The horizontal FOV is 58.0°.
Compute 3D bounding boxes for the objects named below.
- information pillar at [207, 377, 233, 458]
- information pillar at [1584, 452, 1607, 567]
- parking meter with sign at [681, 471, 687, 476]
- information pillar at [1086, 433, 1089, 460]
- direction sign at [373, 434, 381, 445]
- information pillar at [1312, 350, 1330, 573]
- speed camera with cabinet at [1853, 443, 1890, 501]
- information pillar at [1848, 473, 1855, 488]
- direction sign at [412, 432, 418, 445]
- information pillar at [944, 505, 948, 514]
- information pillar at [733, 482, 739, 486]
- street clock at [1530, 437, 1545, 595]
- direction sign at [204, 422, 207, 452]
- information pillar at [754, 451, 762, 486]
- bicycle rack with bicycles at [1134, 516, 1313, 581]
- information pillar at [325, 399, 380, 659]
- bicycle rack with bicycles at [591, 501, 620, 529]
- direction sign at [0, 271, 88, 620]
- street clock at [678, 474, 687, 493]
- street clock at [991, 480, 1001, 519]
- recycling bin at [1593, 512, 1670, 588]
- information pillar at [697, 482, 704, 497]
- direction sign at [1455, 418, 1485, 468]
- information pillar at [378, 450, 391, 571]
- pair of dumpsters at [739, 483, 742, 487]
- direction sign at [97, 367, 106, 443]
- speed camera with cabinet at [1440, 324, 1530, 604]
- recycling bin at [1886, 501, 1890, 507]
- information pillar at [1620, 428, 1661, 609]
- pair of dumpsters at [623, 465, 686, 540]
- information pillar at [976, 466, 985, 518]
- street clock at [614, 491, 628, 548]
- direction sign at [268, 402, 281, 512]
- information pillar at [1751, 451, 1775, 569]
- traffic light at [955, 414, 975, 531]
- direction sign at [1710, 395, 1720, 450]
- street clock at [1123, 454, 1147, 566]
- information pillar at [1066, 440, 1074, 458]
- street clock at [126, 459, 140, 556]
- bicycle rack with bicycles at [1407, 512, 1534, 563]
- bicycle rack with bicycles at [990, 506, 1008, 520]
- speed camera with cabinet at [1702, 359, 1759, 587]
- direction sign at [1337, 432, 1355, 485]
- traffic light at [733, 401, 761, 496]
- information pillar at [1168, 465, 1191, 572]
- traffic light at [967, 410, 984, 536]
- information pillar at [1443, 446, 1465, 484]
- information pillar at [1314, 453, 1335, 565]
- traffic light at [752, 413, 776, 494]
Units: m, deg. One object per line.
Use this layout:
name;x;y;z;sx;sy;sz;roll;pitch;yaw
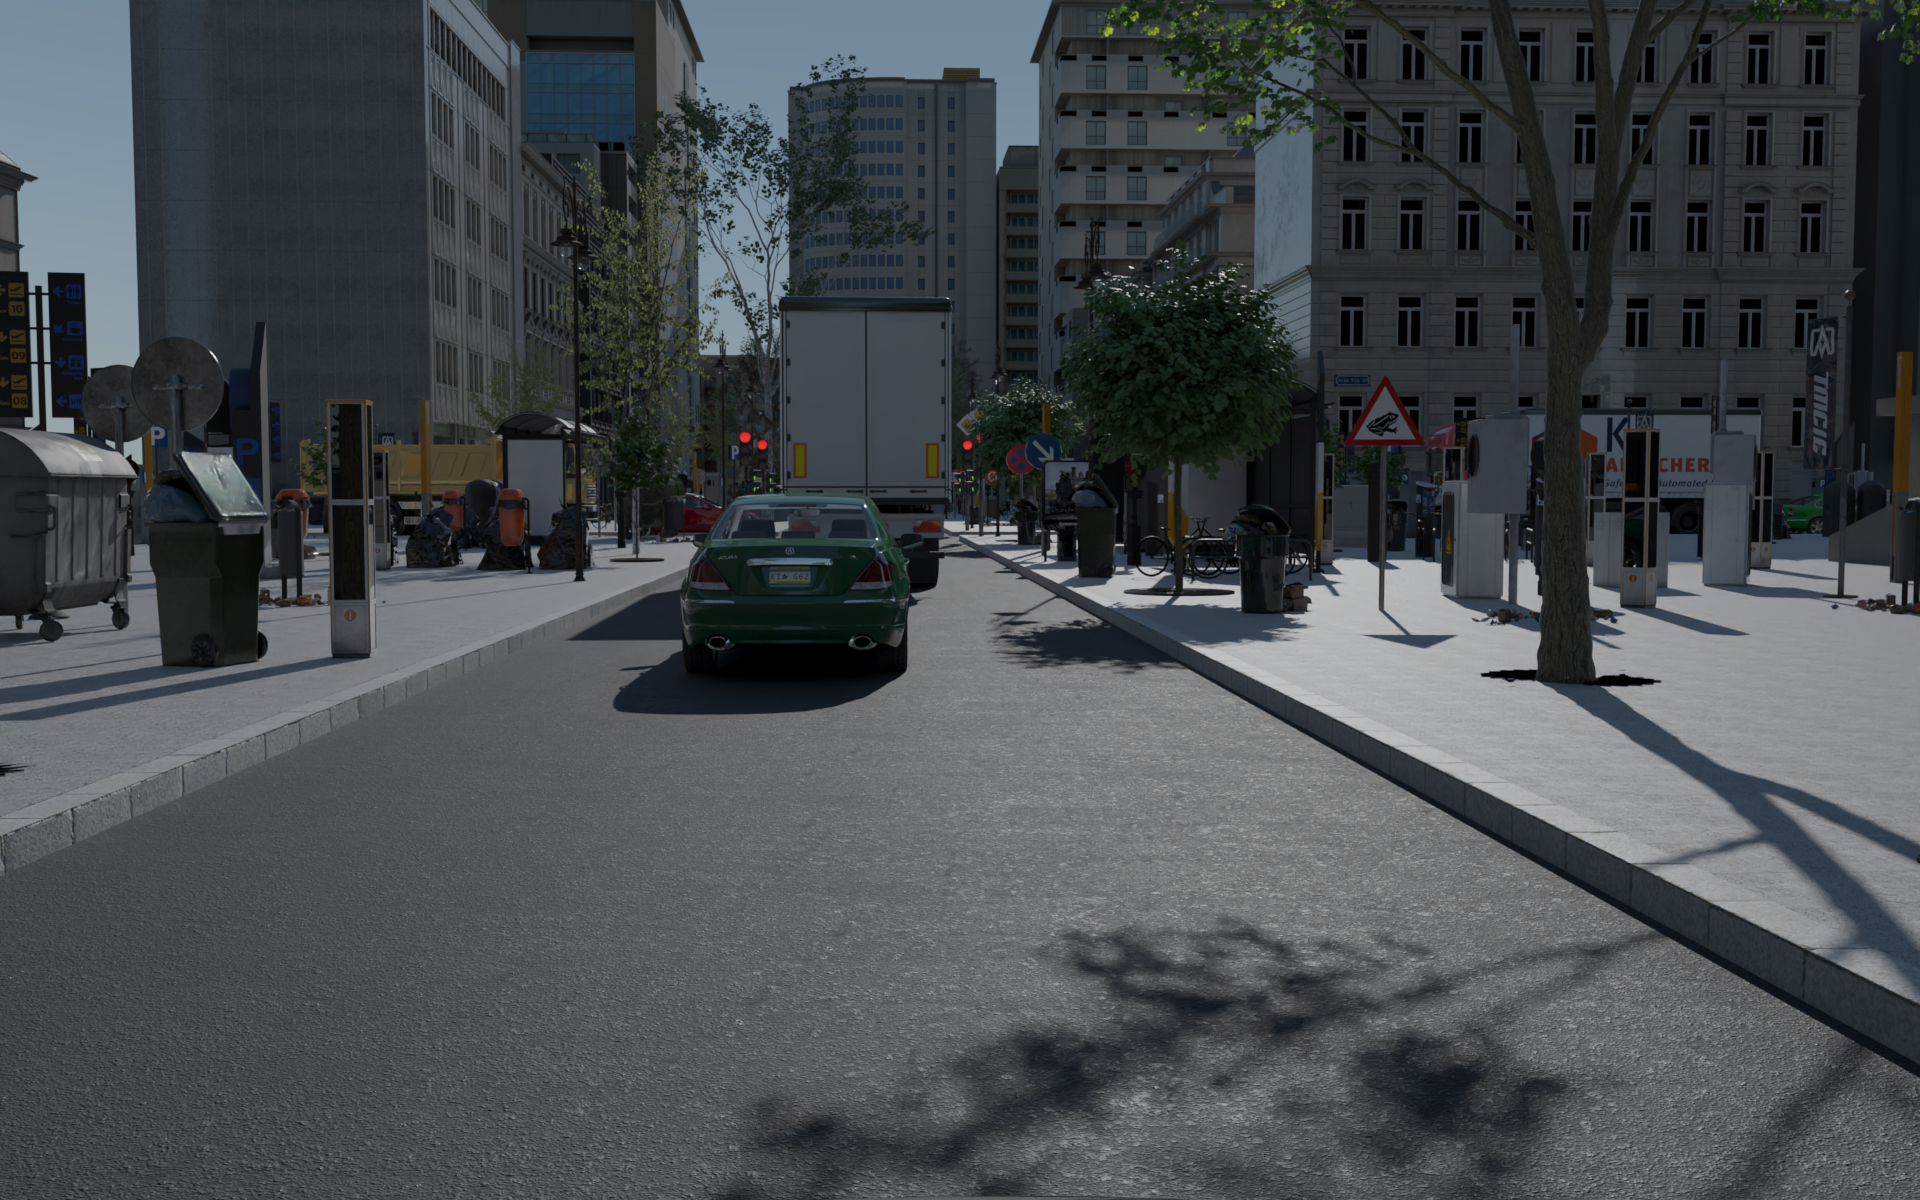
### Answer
information pillar;-13.145;-2.411;30.771;0.504;3.616;0.183;1;4;13
information pillar;11.263;-1.602;30.689;0.304;2.012;0.304;1;4;13
parking meter with sign;-20.222;-8.221;130.674;1.738;3.016;0.543;3;4;38
information pillar;4.918;-4.604;66.626;0.183;3.616;0.504;0;4;-2
direction sign;-21.850;-4.456;64.855;0.876;3.537;0.379;-2;4;-31
information pillar;5.837;-2.248;28.102;0.183;3.616;0.504;0;4;7
speed camera with cabinet;35.950;-4.475;67.503;2.038;3.252;0.660;2;4;35
information pillar;31.498;-3.483;61.444;0.304;2.012;0.304;-1;4;-17
direction sign;-19.889;-4.360;63.282;0.379;3.537;0.876;-2;4;-29
information pillar;-0.977;-7.224;109.463;0.504;3.616;0.183;-2;4;-32
information pillar;-13.127;-5.938;101.582;0.304;2.012;0.304;-1;4;-21
street clock;7.449;-1.058;21.874;0.471;2.002;0.358;-1;4;-23
direction sign;-17.219;-2.936;40.005;0.876;3.537;0.379;3;5;41
information pillar;-9.919;-5.733;85.082;0.504;3.616;0.183;0;4;-8
bicycle rack with bicycles;4.143;-0.813;26.676;2.925;0.926;2.852;0;4;0
information pillar;-4.775;-0.557;13.600;0.304;2.012;0.304;-1;4;-9
bicycle rack with bicycles;-11.910;-3.125;64.481;2.925;0.926;2.852;1;4;13
direction sign;-9.385;-1.574;17.737;0.876;3.537;0.379;-1;4;-12
street clock;-9.845;-3.474;61.378;0.358;2.002;0.471;-2;4;-29
street clock;1.851;-5.183;89.314;0.471;2.002;0.358;1;4;13
recycling bin;9.270;-0.696;23.932;0.722;1.027;0.722;-1;4;-19
information pillar;-13.413;-5.209;89.660;0.304;2.012;0.304;0;3;0
direction sign;15.092;-3.628;51.322;0.876;3.537;0.379;0;4;0
information pillar;-9.771;-1.506;29.116;0.304;2.012;0.304;0;4;-6
pair of dumpsters;-14.195;-6.834;114.233;1.574;2.255;4.437;0;4;-3
direction sign;-15.687;-2.401;31.253;0.876;3.537;0.379;2;4;29
speed camera with cabinet;6.334;-1.630;20.983;0.660;3.252;2.038;0;4;4
recycling bin;34.175;-3.125;63.645;0.722;1.027;0.722;-1;4;-15
information pillar;7.665;-0.919;19.517;0.304;2.012;0.304;-3;5;-44
pair of dumpsters;-8.993;-2.940;50.557;1.574;2.255;4.437;0;4;-3
information pillar;1.090;-6.119;91.408;0.504;3.616;0.183;1;4;12
street clock;-8.043;-2.236;41.129;0.358;2.002;0.471;0;4;-4
direction sign;-16.924;-3.085;42.435;0.379;3.537;0.876;1;4;15
information pillar;13.690;-1.539;29.651;0.304;2.012;0.304;-2;4;-29
traffic light;0.234;-4.379;60.511;0.839;4.253;0.868;0;4;-3
direction sign;17.406;-2.933;39.945;0.379;3.537;0.876;2;4;35
street clock;3.133;-1.622;31.088;0.358;2.002;0.471;-2;4;-26
information pillar;4.603;-4.976;72.704;0.183;3.616;0.504;-2;4;-27
street clock;-17.215;-1.909;35.784;0.358;2.002;0.471;3;4;37
bicycle rack with bicycles;9.878;-1.215;33.251;2.852;0.926;2.925;1;4;16
bicycle rack with bicycles;2.716;-4.384;85.062;2.852;0.926;2.925;1;4;16
speed camera with cabinet;11.079;-1.866;24.846;0.660;3.252;2.038;2;4;27
direction sign;13.996;-4.337;62.905;0.876;3.537;0.379;-2;4;-34
traffic light;-6.427;-3.869;52.175;0.839;4.253;0.868;0;4;-3
information pillar;3.587;-2.263;28.358;0.183;3.616;0.504;3;5;41
traffic light;0.625;-3.891;52.535;0.839;4.253;0.868;0;4;-3
information pillar;7.663;-1.372;26.925;0.304;2.012;0.304;1;4;21
information pillar;6.588;-1.641;31.315;0.304;2.012;0.304;0;4;3
traffic light;-6.818;-4.357;60.150;0.839;4.253;0.868;0;4;-3
